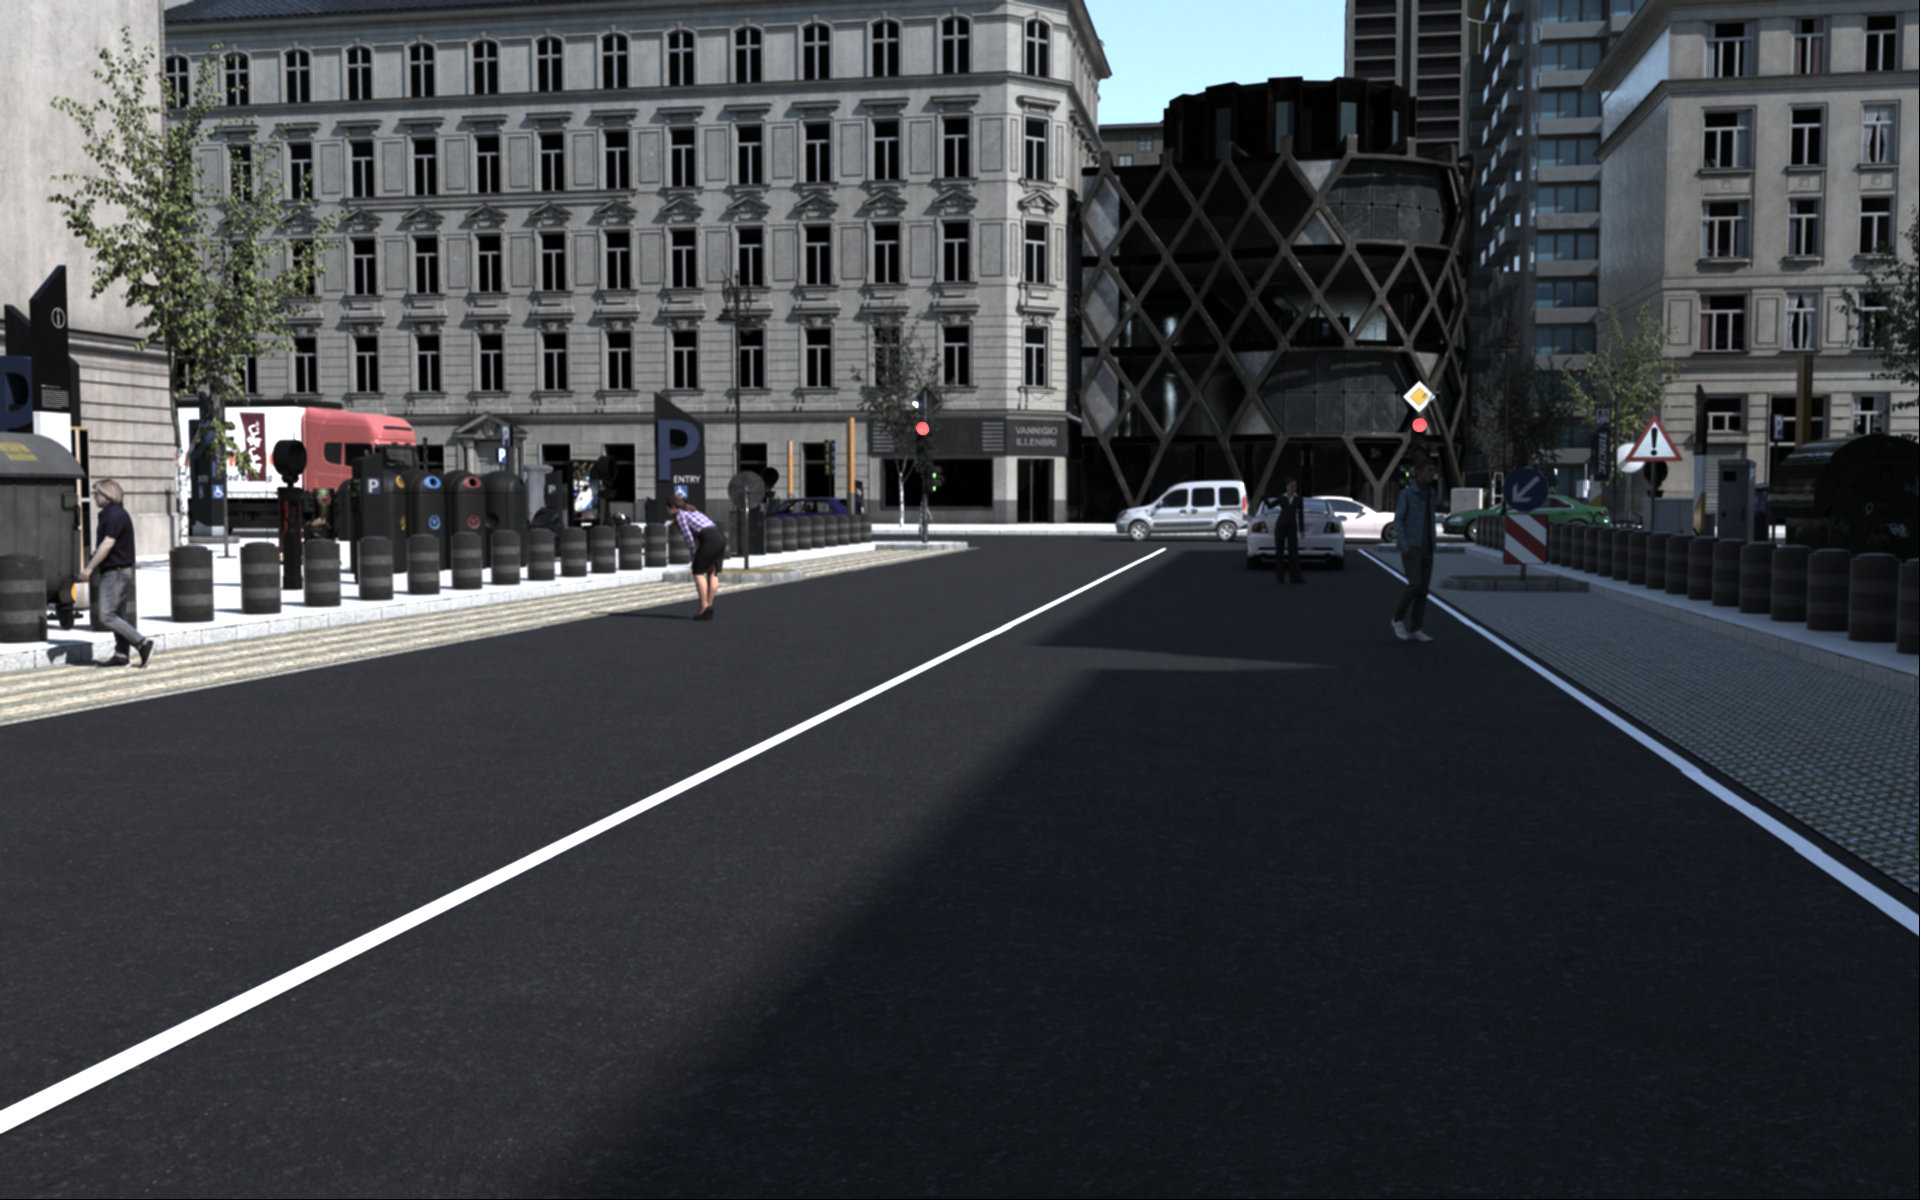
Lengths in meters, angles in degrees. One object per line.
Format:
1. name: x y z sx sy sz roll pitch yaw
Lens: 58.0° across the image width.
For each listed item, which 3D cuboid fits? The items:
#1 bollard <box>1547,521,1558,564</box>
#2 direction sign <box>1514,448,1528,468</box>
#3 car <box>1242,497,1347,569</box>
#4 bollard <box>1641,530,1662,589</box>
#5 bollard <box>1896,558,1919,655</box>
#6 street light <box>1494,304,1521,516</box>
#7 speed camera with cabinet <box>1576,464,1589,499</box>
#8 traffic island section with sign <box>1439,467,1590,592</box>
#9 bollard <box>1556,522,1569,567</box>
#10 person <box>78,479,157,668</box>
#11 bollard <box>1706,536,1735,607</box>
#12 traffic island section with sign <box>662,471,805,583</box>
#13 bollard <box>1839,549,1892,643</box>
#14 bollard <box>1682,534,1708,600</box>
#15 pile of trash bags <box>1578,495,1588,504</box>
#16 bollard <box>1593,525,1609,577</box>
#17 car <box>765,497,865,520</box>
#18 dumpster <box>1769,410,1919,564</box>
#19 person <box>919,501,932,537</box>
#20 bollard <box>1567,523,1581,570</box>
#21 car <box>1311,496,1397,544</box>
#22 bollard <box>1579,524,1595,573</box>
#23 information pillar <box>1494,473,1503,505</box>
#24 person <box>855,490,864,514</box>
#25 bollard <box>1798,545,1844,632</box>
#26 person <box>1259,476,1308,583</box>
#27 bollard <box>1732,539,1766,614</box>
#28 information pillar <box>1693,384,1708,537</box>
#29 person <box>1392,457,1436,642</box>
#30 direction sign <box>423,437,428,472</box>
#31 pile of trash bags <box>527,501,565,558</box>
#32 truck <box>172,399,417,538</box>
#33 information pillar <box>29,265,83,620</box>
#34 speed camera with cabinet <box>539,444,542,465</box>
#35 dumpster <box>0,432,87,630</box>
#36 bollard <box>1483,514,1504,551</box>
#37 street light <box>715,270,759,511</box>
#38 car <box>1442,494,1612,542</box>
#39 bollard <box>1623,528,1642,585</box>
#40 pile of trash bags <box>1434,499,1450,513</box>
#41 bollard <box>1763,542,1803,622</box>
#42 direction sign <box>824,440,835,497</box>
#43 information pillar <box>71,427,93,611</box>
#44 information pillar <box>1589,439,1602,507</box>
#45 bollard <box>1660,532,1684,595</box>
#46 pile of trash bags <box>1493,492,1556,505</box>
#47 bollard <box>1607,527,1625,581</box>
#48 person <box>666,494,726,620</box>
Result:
1. bollard: 11.023 -1.040 31.726 0.404 0.777 0.398 0 3 0
2. direction sign: 27.886 -5.762 86.212 0.379 3.537 0.876 -2 4 -30
3. car: 6.658 -1.351 34.455 2.083 1.381 4.827 1 4 10
4. bollard: 9.507 -0.534 23.445 0.404 0.777 0.398 0 3 0
5. bollard: 7.773 0.048 13.938 0.404 0.777 0.398 0 3 0
6. street light: 13.333 -4.252 42.316 0.468 5.910 1.993 1 4 10
7. speed camera with cabinet: 41.150 -7.282 113.391 2.038 3.252 0.660 -3 5 -39
8. traffic island section with sign: 8.320 -1.073 26.177 1.989 1.847 2.006 1 4 10
9. bollard: 10.806 -0.968 30.544 0.404 0.777 0.398 0 3 0
10. person: -6.848 -0.207 14.097 0.471 1.553 0.569 1 4 17
11. bollard: 8.859 -0.316 19.878 0.404 0.777 0.398 0 3 0
12. traffic island section with sign: -3.654 -1.225 28.657 1.989 1.847 2.006 1 4 10
13. bollard: 7.992 -0.025 15.130 0.404 0.777 0.398 0 3 0
14. bollard: 9.076 -0.388 21.064 0.404 0.777 0.398 0 3 0
15. pile of trash bags: 39.870 -6.082 109.198 3.447 1.369 1.912 -1 4 -12
16. bollard: 10.158 -0.751 26.992 0.404 0.777 0.398 0 3 0
17. car: -4.821 -2.412 52.013 3.894 1.354 1.945 1 4 10
18. dumpster: 10.848 -1.129 20.950 1.502 2.255 1.985 1 4 10
19. person: -1.154 -2.671 57.180 0.505 1.210 0.382 1 4 19
20. bollard: 10.587 -0.896 29.362 0.404 0.777 0.398 0 3 0
21. car: 11.214 -2.351 50.805 4.827 1.381 2.083 1 4 11
22. bollard: 10.372 -0.823 28.180 0.404 0.777 0.398 0 3 0
23. information pillar: 18.587 -3.384 59.818 0.304 2.012 0.304 1 4 17
24. person: -3.049 -2.418 50.242 0.471 1.553 0.569 -1 4 -15
25. bollard: 8.209 -0.098 16.320 0.404 0.777 0.398 0 3 0
26. person: 5.180 -1.131 27.802 0.742 1.727 0.445 -2 4 -25
27. bollard: 8.641 -0.243 18.696 0.404 0.777 0.398 0 3 0
28. information pillar: 15.736 -2.781 36.821 0.183 3.616 0.504 0 4 4
29. person: 4.424 -0.489 16.832 0.601 1.785 0.444 -2 4 -27
30. direction sign: -21.426 -4.739 69.484 0.379 3.537 0.876 0 4 -8
31. pile of trash bags: -9.486 -1.570 35.415 1.912 1.369 3.447 -3 5 -45
32. truck: -21.443 -3.899 52.659 11.283 4.237 2.839 1 4 12
33. information pillar: -9.194 -1.603 17.571 0.183 3.616 0.504 0 4 8
34. speed camera with cabinet: -16.252 -4.512 68.105 0.660 3.252 2.038 -1 4 -17
35. dumpster: -9.037 -0.606 15.666 1.264 1.857 1.865 1 4 10
36. bollard: 12.758 -1.622 41.237 0.404 0.777 0.398 0 3 0
37. street light: -4.600 -3.859 35.888 0.468 5.910 1.993 1 4 10
38. car: 17.168 -2.494 52.571 4.920 1.459 2.131 1 4 11
39. bollard: 9.723 -0.606 24.628 0.404 0.777 0.398 0 3 0
40. pile of trash bags: 33.466 -6.621 117.998 1.912 1.369 3.447 -1 4 -19
41. bollard: 8.424 -0.171 17.505 0.404 0.777 0.398 0 3 0
42. direction sign: -5.464 -4.942 72.804 0.379 3.537 0.876 2 4 25
43. information pillar: -9.751 -0.889 19.023 0.304 2.012 0.304 0 4 -6
44. information pillar: 27.013 -5.031 73.614 0.504 3.616 0.183 1 4 18
45. bollard: 9.288 -0.461 22.252 0.404 0.777 0.398 0 3 0
46. pile of trash bags: 30.233 -5.085 92.892 3.447 1.369 1.912 1 4 18
47. bollard: 9.942 -0.678 25.810 0.404 0.777 0.398 0 3 0
48. person: -3.012 -0.487 19.702 0.697 1.427 0.421 1 4 14
